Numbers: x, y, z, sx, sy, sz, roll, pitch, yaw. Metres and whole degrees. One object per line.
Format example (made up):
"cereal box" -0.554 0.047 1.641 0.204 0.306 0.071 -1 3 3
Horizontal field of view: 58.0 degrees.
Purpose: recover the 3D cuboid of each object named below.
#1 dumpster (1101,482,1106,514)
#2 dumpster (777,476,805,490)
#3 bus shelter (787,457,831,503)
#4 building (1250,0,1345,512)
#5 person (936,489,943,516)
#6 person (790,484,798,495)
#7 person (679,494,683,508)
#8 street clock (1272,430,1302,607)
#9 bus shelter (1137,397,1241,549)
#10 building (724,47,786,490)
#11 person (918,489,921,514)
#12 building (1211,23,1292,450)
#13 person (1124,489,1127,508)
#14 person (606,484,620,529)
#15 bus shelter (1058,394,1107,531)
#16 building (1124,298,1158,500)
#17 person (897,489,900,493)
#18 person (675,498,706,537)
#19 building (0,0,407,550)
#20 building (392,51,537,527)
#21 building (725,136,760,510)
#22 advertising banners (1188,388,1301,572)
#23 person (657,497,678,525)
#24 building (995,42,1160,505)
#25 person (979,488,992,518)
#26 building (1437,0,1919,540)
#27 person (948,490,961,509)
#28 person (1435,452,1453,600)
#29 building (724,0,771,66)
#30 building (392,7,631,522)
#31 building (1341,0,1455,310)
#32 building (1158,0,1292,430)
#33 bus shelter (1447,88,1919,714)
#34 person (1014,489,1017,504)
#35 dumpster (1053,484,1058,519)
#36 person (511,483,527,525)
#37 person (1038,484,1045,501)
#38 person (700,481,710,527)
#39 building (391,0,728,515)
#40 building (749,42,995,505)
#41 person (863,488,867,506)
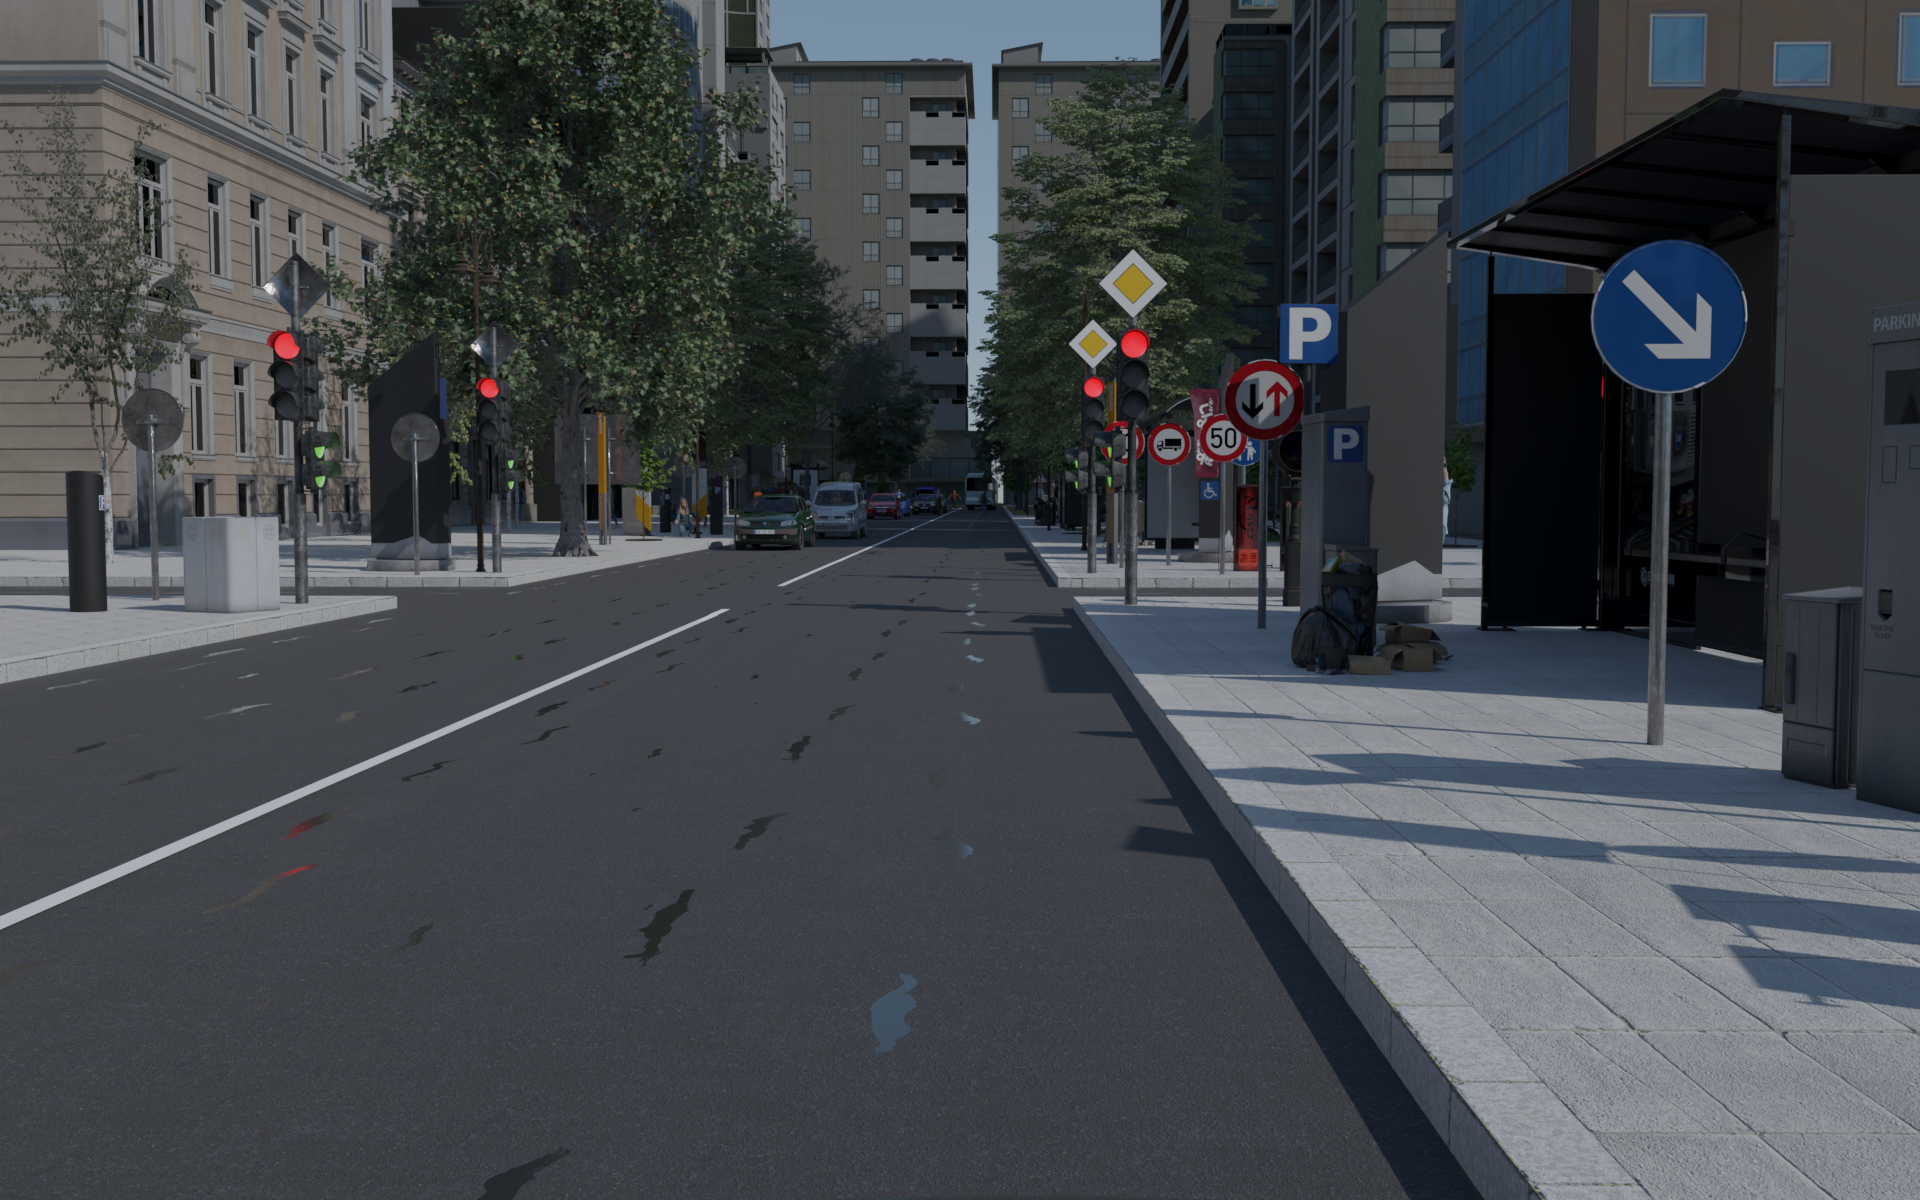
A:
"dumpster" 6.663 -4.852 81.822 1.502 2.255 1.985 0 4 1
"dumpster" -9.162 -5.552 93.276 1.502 2.255 1.985 0 4 1
"bus shelter" -8.544 -6.388 98.363 2.014 3.302 5.546 0 4 1
"building" 27.328 -39.925 91.026 20.563 71.187 20.611 0 4 1
"person" -1.339 -6.495 115.429 0.721 1.736 1.217 -1 4 -17
"person" -8.129 -4.700 83.479 0.643 1.750 0.593 1 4 11
"person" -14.612 -4.913 90.653 0.394 1.301 0.425 -1 4 -9
"street clock" 3.806 -0.927 19.734 0.471 2.002 0.358 -1 4 -8
"bus shelter" 5.037 -2.683 37.797 2.014 3.302 5.546 0 4 1
"building" -23.605 -29.243 161.715 14.086 41.232 14.154 0 4 1
"person" -2.987 -7.240 126.890 0.705 1.821 1.348 0 4 3
"building" 22.816 -20.714 110.378 14.160 30.474 14.107 0 4 1
"person" 13.744 -8.332 143.078 0.445 1.727 0.742 3 5 43
"person" -12.861 -3.490 63.702 0.643 1.750 0.593 -1 4 -8
"bus shelter" 4.573 -5.302 64.314 2.179 5.291 8.768 0 4 1
"building" 29.085 -18.870 153.561 27.650 21.520 28.899 0 4 1
"person" -5.728 -9.488 161.951 1.217 1.735 0.721 -1 4 -9
"person" -8.087 -2.455 51.684 1.012 1.151 0.738 -1 4 -21
"building" -25.272 -16.059 48.472 13.634 28.700 20.117 0 4 1
"building" -24.233 -12.542 69.694 10.561 19.102 19.286 0 4 1
"building" -24.242 -22.525 139.978 14.160 30.474 14.107 0 4 1
"advertising banners" 4.798 -1.982 28.598 2.074 3.025 0.090 0 4 1
"person" -11.962 -3.691 71.887 1.012 1.151 0.738 3 5 41
"building" 17.622 -38.042 211.225 27.495 52.752 28.713 0 4 1
"person" 1.462 -5.696 101.984 0.721 1.781 0.623 1 4 13
"building" 21.175 -24.084 43.880 14.200 45.320 14.600 0 4 1
"person" -0.556 -9.822 169.049 1.348 1.831 0.705 -1 4 -13
"person" 5.366 -0.830 19.877 0.793 1.790 0.793 -3 4 -36
"building" -34.003 -47.026 207.129 20.611 71.187 20.563 0 4 1
"building" -24.040 -15.755 87.271 12.332 23.373 15.834 0 4 1
"building" 21.926 -23.418 66.485 14.154 41.232 14.086 0 4 1
"building" 26.347 -30.818 127.582 21.300 48.544 21.600 0 4 1
"bus shelter" 5.333 -1.338 13.158 1.731 3.624 6.357 0 4 1
"person" 4.652 -8.525 146.113 0.721 1.739 1.217 0 4 3
"dumpster" 5.370 -5.087 85.667 1.502 2.255 1.985 0 4 1
"person" -18.380 -4.017 72.075 0.721 1.781 0.623 2 4 30
"person" 4.106 -5.070 88.809 0.514 1.842 0.818 2 4 35
"person" -9.659 -3.723 66.757 0.795 1.843 0.661 -2 4 -34
"building" -28.482 -35.163 116.906 21.231 58.520 28.212 0 4 1
"building" -9.878 -38.041 211.207 27.495 52.752 28.713 0 4 1
"person" -8.740 -9.367 159.055 0.709 1.838 0.599 1 4 12
